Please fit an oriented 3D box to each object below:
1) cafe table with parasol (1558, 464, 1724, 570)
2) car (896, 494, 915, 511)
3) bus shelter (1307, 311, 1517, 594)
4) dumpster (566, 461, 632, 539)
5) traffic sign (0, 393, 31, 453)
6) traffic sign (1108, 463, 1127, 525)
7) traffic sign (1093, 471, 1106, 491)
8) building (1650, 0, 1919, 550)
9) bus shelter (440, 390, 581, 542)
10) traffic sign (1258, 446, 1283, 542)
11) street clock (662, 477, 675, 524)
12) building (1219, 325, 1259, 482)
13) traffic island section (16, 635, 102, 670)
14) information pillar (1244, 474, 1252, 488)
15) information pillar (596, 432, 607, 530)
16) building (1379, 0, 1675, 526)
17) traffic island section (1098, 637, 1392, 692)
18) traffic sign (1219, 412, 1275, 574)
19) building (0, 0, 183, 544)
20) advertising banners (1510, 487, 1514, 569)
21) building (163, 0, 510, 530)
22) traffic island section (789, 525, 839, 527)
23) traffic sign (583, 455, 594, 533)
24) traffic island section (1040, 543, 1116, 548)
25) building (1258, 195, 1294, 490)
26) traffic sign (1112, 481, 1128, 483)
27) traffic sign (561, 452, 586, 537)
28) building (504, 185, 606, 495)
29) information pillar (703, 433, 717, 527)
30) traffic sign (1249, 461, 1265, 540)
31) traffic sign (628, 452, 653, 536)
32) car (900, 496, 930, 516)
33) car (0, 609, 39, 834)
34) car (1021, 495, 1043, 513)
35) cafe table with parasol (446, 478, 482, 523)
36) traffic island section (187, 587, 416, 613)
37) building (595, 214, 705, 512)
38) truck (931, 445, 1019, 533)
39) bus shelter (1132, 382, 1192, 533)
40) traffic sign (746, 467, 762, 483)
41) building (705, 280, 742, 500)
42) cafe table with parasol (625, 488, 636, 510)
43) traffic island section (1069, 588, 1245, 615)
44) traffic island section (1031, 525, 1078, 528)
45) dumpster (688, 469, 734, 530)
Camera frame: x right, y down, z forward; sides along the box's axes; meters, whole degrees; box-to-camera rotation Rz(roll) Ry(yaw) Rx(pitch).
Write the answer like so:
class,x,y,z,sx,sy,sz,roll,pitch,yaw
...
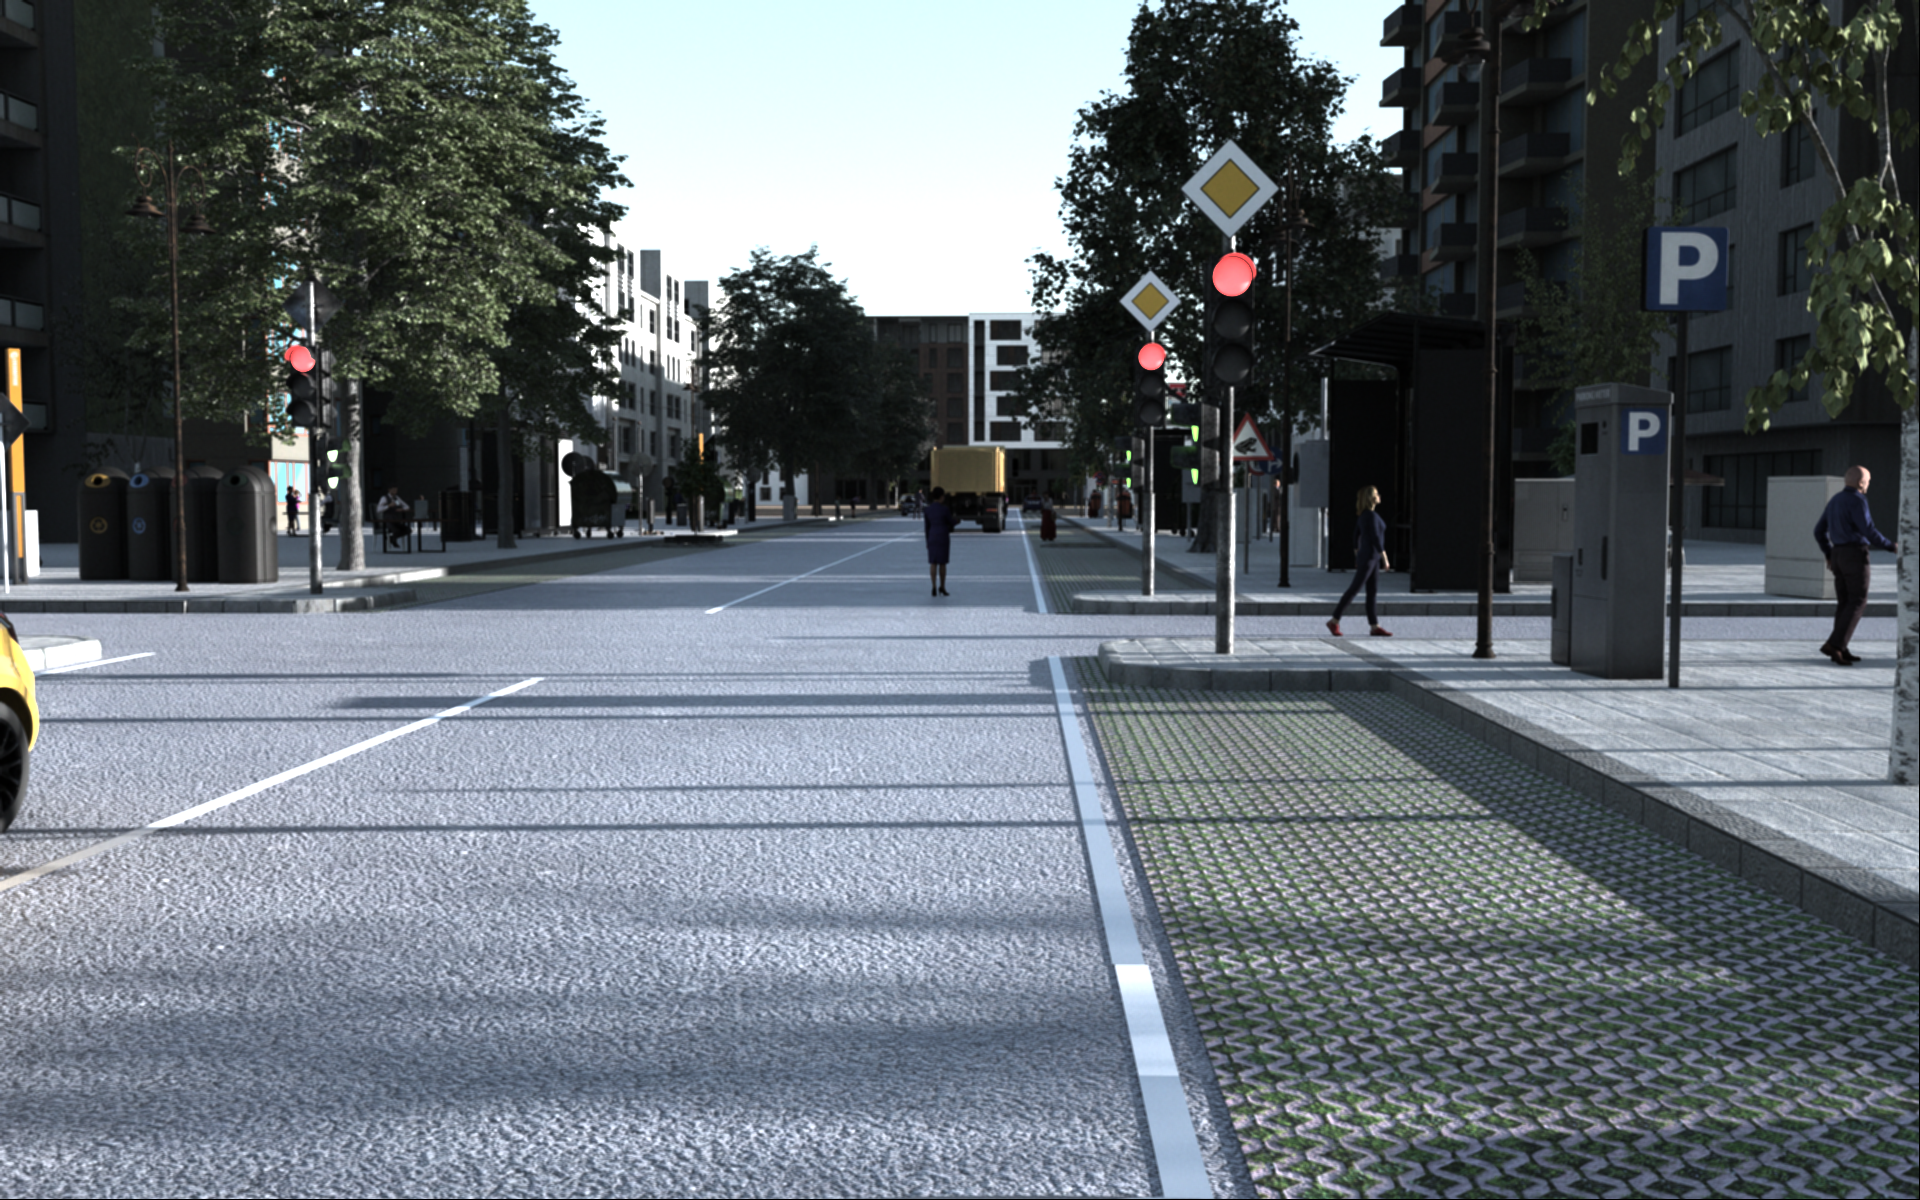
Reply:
class,x,y,z,sx,sy,sz,roll,pitch,yaw
cafe table with parasol,11.456,-1.493,29.277,2.610,1.966,2.610,3,4,36
car,-4.312,-8.284,145.662,2.015,1.641,3.980,0,4,1
bus shelter,6.446,-2.084,25.351,1.731,3.624,6.357,0,4,2
dumpster,-10.424,-2.907,50.023,1.502,2.255,1.985,0,4,2
traffic sign,-12.439,-1.393,22.517,0.795,2.593,0.064,0,4,7
traffic sign,6.561,-4.382,71.646,0.884,2.594,0.081,0,4,6
traffic sign,7.721,-5.846,95.683,0.768,2.556,0.104,0,4,7
building,26.289,-16.507,41.592,14.107,30.474,14.160,0,4,2
bus shelter,-13.241,-4.465,50.637,2.179,5.291,8.768,0,4,2
traffic sign,8.348,-2.832,46.402,0.768,2.556,0.104,0,4,7
street clock,-12.312,-4.199,73.223,0.471,2.002,0.358,1,4,23
building,30.914,-18.131,152.862,16.016,20.091,11.380,0,4,2
traffic island section,-8.541,0.489,14.290,2.009,0.180,2.903,0,4,2
information pillar,10.559,-3.591,63.197,0.304,2.012,0.304,-2,4,-28
information pillar,-12.607,-4.267,61.121,0.183,3.616,0.504,2,4,34
building,31.966,-26.086,81.132,22.147,44.769,28.867,0,4,2
traffic island section,2.156,0.509,13.954,2.009,0.180,2.903,0,4,2
traffic sign,4.584,-1.694,27.702,0.884,2.594,0.081,0,4,6
building,-29.728,-21.944,42.385,14.154,41.232,14.086,0,4,2
advertising banners,8.830,-2.080,30.200,2.074,3.025,0.090,3,5,44
building,-37.546,-14.078,75.209,27.650,21.520,28.899,0,4,2
traffic island section,-6.316,-3.209,75.341,1.991,0.108,1.994,0,4,2
traffic sign,-12.407,-3.489,57.151,0.768,2.556,0.104,0,4,3
traffic island section,3.169,-1.460,46.738,1.991,0.108,1.994,0,4,2
building,36.120,-17.508,130.229,27.936,21.610,32.646,0,4,2
traffic sign,7.735,-5.088,83.196,0.884,2.594,0.081,1,4,11
traffic sign,-11.655,-3.187,52.216,0.768,2.556,0.104,0,4,7
building,-29.905,-15.159,104.275,16.016,20.091,11.380,0,4,2
information pillar,-9.641,-4.609,66.713,0.504,3.616,0.183,-2,4,-35
traffic sign,8.302,-2.938,48.135,0.768,2.556,0.104,1,4,8
traffic sign,-9.753,-3.227,52.862,0.768,2.556,0.104,0,4,7
car,-2.920,-6.181,113.633,1.945,1.354,3.894,0,4,1
car,-4.881,0.268,5.839,2.015,1.641,3.980,0,4,1
car,5.659,-7.324,132.326,1.945,1.354,3.894,0,4,3
cafe table with parasol,-21.183,-4.344,75.883,2.610,1.966,2.610,-2,4,-24
traffic island section,-8.292,0.001,22.271,2.009,0.180,2.903,0,4,2
building,-29.921,-15.857,125.716,16.747,18.905,31.486,0,4,2
truck,0.475,-4.388,67.672,3.469,3.379,9.791,0,4,3
bus shelter,7.002,-5.023,59.753,2.179,5.291,8.768,0,4,2
traffic sign,-9.684,-4.963,81.245,0.768,2.556,0.104,1,4,9
building,-36.192,-17.486,152.351,31.486,18.905,16.747,0,4,2
cafe table with parasol,-18.899,-5.502,94.816,2.610,1.966,2.610,-2,4,-30
traffic island section,2.404,0.021,21.935,2.009,0.180,2.903,0,4,2
traffic island section,4.010,-3.107,73.669,1.991,0.108,1.994,0,4,2
dumpster,-9.085,-3.684,62.721,1.502,2.255,1.985,0,4,2
